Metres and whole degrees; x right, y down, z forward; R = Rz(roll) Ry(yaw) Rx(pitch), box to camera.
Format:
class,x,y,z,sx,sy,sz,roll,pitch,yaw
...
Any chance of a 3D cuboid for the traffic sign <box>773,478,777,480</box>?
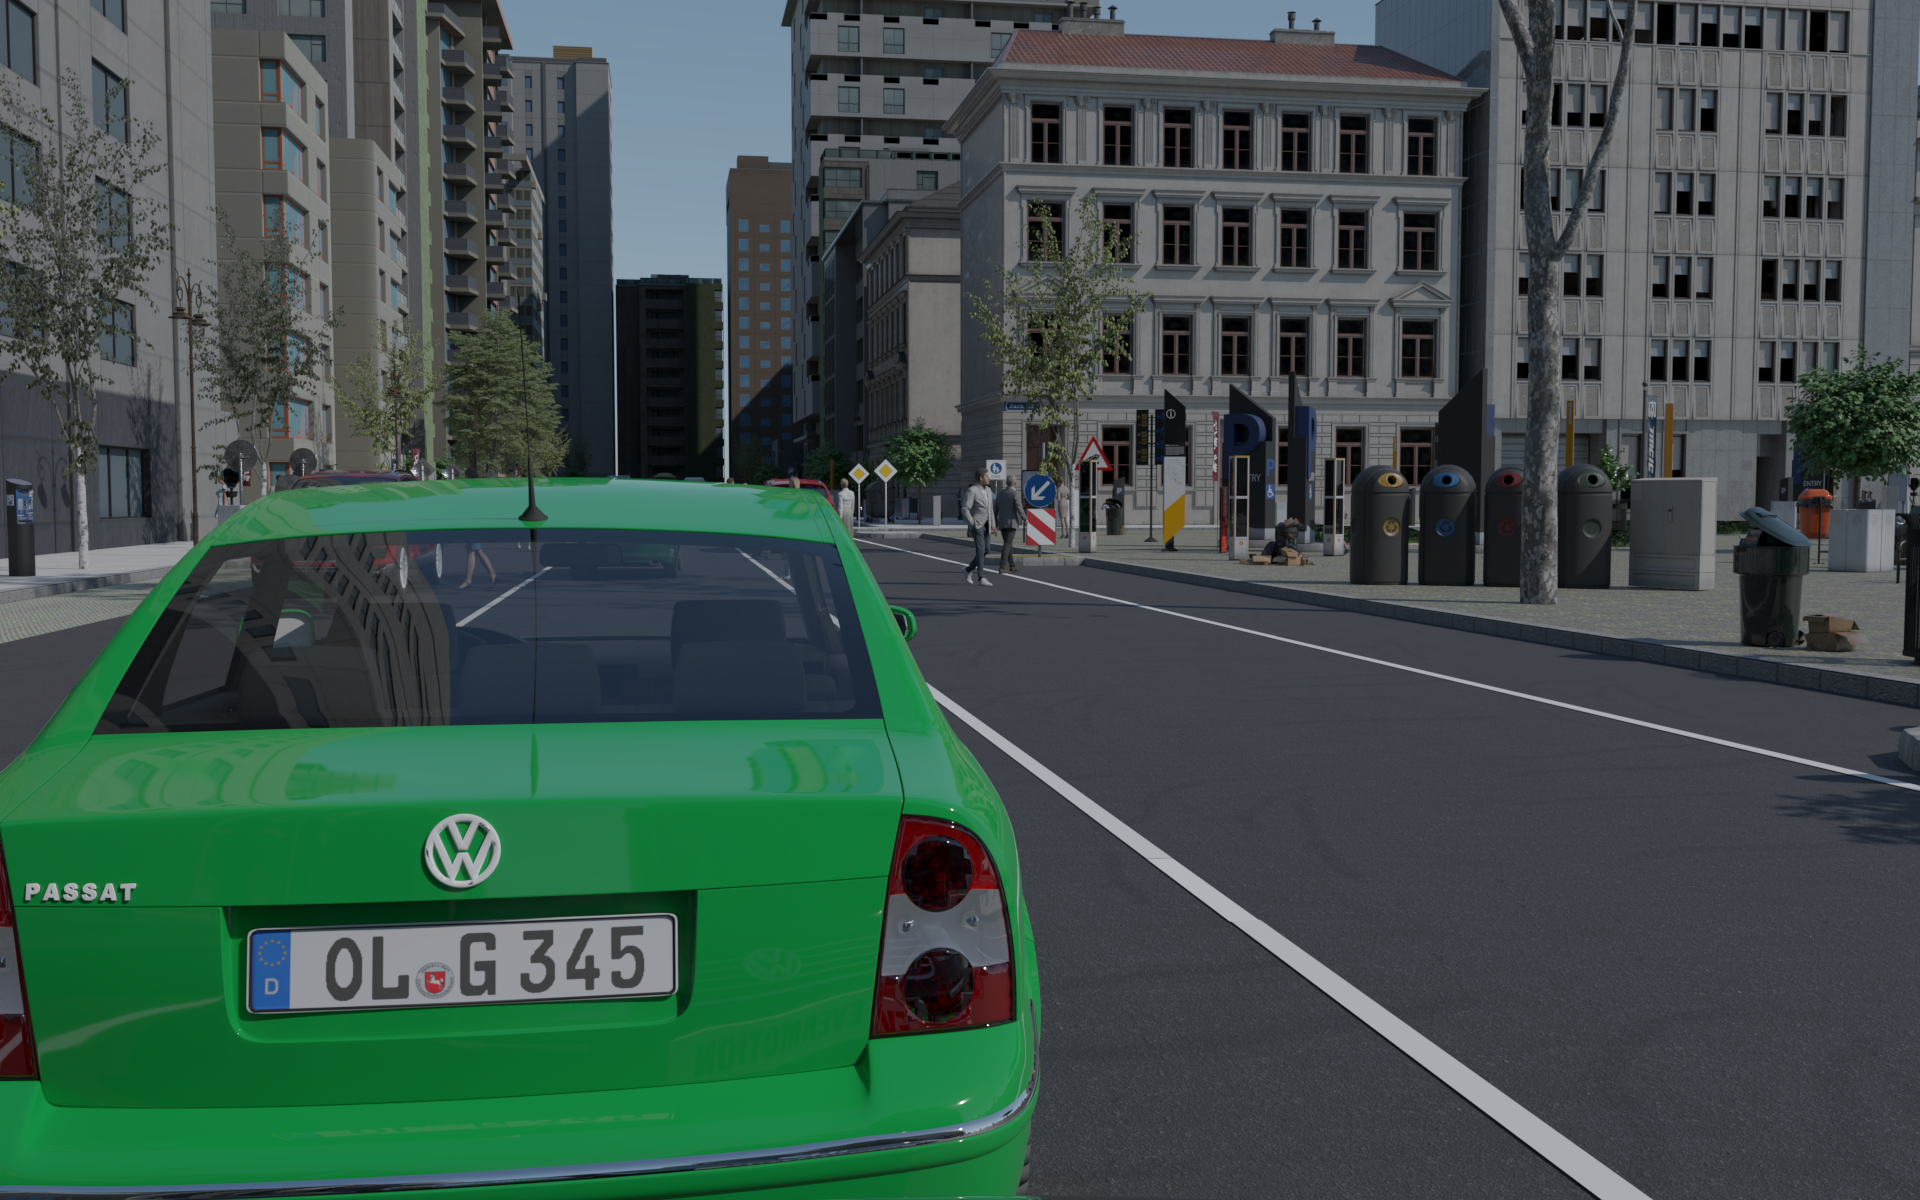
class,x,y,z,sx,sy,sz,roll,pitch,yaw
traffic sign,-14.936,-8.589,140.534,0.768,2.556,0.104,0,4,-7

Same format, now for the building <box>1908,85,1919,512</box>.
class,x,y,z,sx,sy,sz,roll,pitch,yaw
building,52.402,-14.819,84.097,24.055,21.916,13.314,-1,4,-10

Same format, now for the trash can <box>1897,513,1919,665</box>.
class,x,y,z,sx,sy,sz,roll,pitch,yaw
trash can,7.435,-0.082,12.996,0.748,1.137,0.748,0,3,0

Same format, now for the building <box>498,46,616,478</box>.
class,x,y,z,sx,sy,sz,roll,pitch,yaw
building,-60.351,-42.079,229.996,28.212,58.520,21.231,-1,4,-10

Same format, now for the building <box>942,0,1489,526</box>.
class,x,y,z,sx,sy,sz,roll,pitch,yaw
building,10.555,-14.684,76.241,21.152,22.565,11.583,-1,4,-10

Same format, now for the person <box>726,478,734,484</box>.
class,x,y,z,sx,sy,sz,roll,pitch,yaw
person,-6.586,-2.594,50.278,0.648,1.900,0.474,-1,4,-12

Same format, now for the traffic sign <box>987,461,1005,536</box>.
class,x,y,z,sx,sy,sz,roll,pitch,yaw
traffic sign,1.083,-3.071,52.341,0.606,2.300,0.079,0,4,-4

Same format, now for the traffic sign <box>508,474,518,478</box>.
class,x,y,z,sx,sy,sz,roll,pitch,yaw
traffic sign,-28.818,-6.827,111.726,0.768,2.556,0.104,-1,4,-9

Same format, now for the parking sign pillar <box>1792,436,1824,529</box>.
class,x,y,z,sx,sy,sz,roll,pitch,yaw
parking sign pillar,31.144,-4.579,63.344,1.447,3.967,1.447,-2,4,-34

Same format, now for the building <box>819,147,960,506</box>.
class,x,y,z,sx,sy,sz,roll,pitch,yaw
building,-5.229,-23.052,148.600,14.160,30.474,14.107,-1,4,-10

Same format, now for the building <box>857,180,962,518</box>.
class,x,y,z,sx,sy,sz,roll,pitch,yaw
building,0.229,-14.550,102.523,10.561,19.102,19.286,-1,4,-10

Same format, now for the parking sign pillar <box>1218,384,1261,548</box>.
class,x,y,z,sx,sy,sz,roll,pitch,yaw
parking sign pillar,6.965,-3.262,41.798,1.447,3.967,1.447,-3,5,-44

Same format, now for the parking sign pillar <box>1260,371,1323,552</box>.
class,x,y,z,sx,sy,sz,roll,pitch,yaw
parking sign pillar,7.630,-3.070,38.661,1.447,3.967,1.447,1,4,21

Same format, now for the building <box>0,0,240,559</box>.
class,x,y,z,sx,sy,sz,roll,pitch,yaw
building,-30.488,-36.758,39.246,20.611,71.187,20.563,-1,4,-10

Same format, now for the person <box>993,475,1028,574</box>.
class,x,y,z,sx,sy,sz,roll,pitch,yaw
person,0.934,-1.370,31.297,0.661,1.777,0.834,2,4,35

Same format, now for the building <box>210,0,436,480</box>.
class,x,y,z,sx,sy,sz,roll,pitch,yaw
building,-40.664,-25.853,106.288,14.154,41.232,14.086,-1,4,-10

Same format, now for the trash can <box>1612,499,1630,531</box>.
class,x,y,z,sx,sy,sz,roll,pitch,yaw
trash can,17.455,-2.112,46.182,0.748,1.137,0.748,0,3,0

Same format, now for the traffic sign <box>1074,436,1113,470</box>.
class,x,y,z,sx,sy,sz,roll,pitch,yaw
traffic sign,2.984,-2.379,38.895,0.884,2.594,0.081,-1,4,-9

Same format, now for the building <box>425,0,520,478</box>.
class,x,y,z,sx,sy,sz,roll,pitch,yaw
building,-49.927,-30.198,148.354,22.147,44.769,28.867,-1,4,-10

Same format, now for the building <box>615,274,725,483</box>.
class,x,y,z,sx,sy,sz,roll,pitch,yaw
building,-38.679,-28.084,230.876,14.107,30.474,14.160,-1,4,-10

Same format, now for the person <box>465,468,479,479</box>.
class,x,y,z,sx,sy,sz,roll,pitch,yaw
person,-7.251,-1.068,25.983,0.654,1.822,0.581,-1,4,-9

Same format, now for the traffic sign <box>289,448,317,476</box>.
class,x,y,z,sx,sy,sz,roll,pitch,yaw
traffic sign,-18.097,-2.913,47.737,0.768,2.556,0.104,0,4,0

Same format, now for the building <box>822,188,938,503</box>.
class,x,y,z,sx,sy,sz,roll,pitch,yaw
building,-1.682,-18.835,127.012,14.314,24.678,30.058,-1,4,-10

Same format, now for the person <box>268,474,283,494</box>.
class,x,y,z,sx,sy,sz,roll,pitch,yaw
person,-17.567,-2.349,44.731,0.850,1.792,0.678,3,5,39

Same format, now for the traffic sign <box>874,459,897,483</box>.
class,x,y,z,sx,sy,sz,roll,pitch,yaw
traffic sign,-2.451,-3.395,57.705,0.795,2.593,0.064,-1,4,-10

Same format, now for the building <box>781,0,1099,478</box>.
class,x,y,z,sx,sy,sz,roll,pitch,yaw
building,-2.085,-35.511,169.846,28.713,52.752,27.495,-1,4,-10

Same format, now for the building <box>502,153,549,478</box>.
class,x,y,z,sx,sy,sz,roll,pitch,yaw
building,-57.909,-30.457,189.856,23.993,40.220,32.217,-1,4,-10

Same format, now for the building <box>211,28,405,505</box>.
class,x,y,z,sx,sy,sz,roll,pitch,yaw
building,-41.262,-14.182,76.920,27.650,21.520,28.899,-1,4,-10

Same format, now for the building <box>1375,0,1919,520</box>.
class,x,y,z,sx,sy,sz,roll,pitch,yaw
building,30.799,-16.015,79.864,19.932,24.808,12.078,-1,4,-10

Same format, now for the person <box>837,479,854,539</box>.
class,x,y,z,sx,sy,sz,roll,pitch,yaw
person,-2.698,-1.986,41.192,0.478,1.798,0.641,-1,4,-22

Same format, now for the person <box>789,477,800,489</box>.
class,x,y,z,sx,sy,sz,roll,pitch,yaw
person,-3.866,-1.788,37.950,0.699,1.804,1.509,-3,5,-43

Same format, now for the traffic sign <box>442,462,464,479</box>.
class,x,y,z,sx,sy,sz,roll,pitch,yaw
traffic sign,-18.487,-3.724,63.084,0.795,2.593,0.064,-1,4,-10

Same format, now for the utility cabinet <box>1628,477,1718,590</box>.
class,x,y,z,sx,sy,sz,roll,pitch,yaw
utility cabinet,9.587,-0.897,23.340,0.318,1.500,1.173,-2,4,-27

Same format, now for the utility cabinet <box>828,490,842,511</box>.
class,x,y,z,sx,sy,sz,roll,pitch,yaw
utility cabinet,-7.297,-5.505,98.690,1.173,1.500,0.318,-1,4,-19

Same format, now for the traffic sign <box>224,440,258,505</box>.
class,x,y,z,sx,sy,sz,roll,pitch,yaw
traffic sign,-16.834,-2.474,40.564,0.768,2.556,0.104,0,4,-3

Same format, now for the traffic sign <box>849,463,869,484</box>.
class,x,y,z,sx,sy,sz,roll,pitch,yaw
traffic sign,-3.803,-3.877,65.576,0.795,2.593,0.064,-1,4,-10

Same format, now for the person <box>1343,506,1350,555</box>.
class,x,y,z,sx,sy,sz,roll,pitch,yaw
person,7.929,-1.590,36.317,0.640,1.303,0.475,3,5,44

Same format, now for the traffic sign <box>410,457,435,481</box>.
class,x,y,z,sx,sy,sz,roll,pitch,yaw
traffic sign,-17.135,-3.243,55.213,0.795,2.593,0.064,-1,4,-10

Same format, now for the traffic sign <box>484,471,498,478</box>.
class,x,y,z,sx,sy,sz,roll,pitch,yaw
traffic sign,-26.078,-5.891,96.427,0.768,2.556,0.104,-1,4,-8

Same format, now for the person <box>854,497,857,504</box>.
class,x,y,z,sx,sy,sz,roll,pitch,yaw
person,-6.216,-5.587,102.882,1.012,1.151,0.738,1,4,9

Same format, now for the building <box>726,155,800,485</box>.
class,x,y,z,sx,sy,sz,roll,pitch,yaw
building,-23.881,-35.637,232.769,14.200,45.320,14.600,-1,4,-10

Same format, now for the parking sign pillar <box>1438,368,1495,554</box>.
class,x,y,z,sx,sy,sz,roll,pitch,yaw
parking sign pillar,11.046,-3.018,37.812,1.447,3.967,1.447,-2,4,-29

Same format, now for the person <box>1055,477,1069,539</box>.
class,x,y,z,sx,sy,sz,roll,pitch,yaw
person,2.940,-2.655,49.794,0.599,1.781,0.374,-3,5,-43

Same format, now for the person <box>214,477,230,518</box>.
class,x,y,z,sx,sy,sz,roll,pitch,yaw
person,-20.011,-2.508,47.146,0.778,1.811,0.616,-1,4,-12

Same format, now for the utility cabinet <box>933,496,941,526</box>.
class,x,y,z,sx,sy,sz,roll,pitch,yaw
utility cabinet,-0.937,-3.574,69.601,0.306,1.237,1.020,0,3,0

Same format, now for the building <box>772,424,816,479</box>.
class,x,y,z,sx,sy,sz,roll,pitch,yaw
building,-9.504,-54.120,197.539,22.319,86.520,31.000,-1,4,-10

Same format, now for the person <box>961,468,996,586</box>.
class,x,y,z,sx,sy,sz,roll,pitch,yaw
person,0.254,-1.156,27.249,0.795,1.843,0.661,3,5,43
